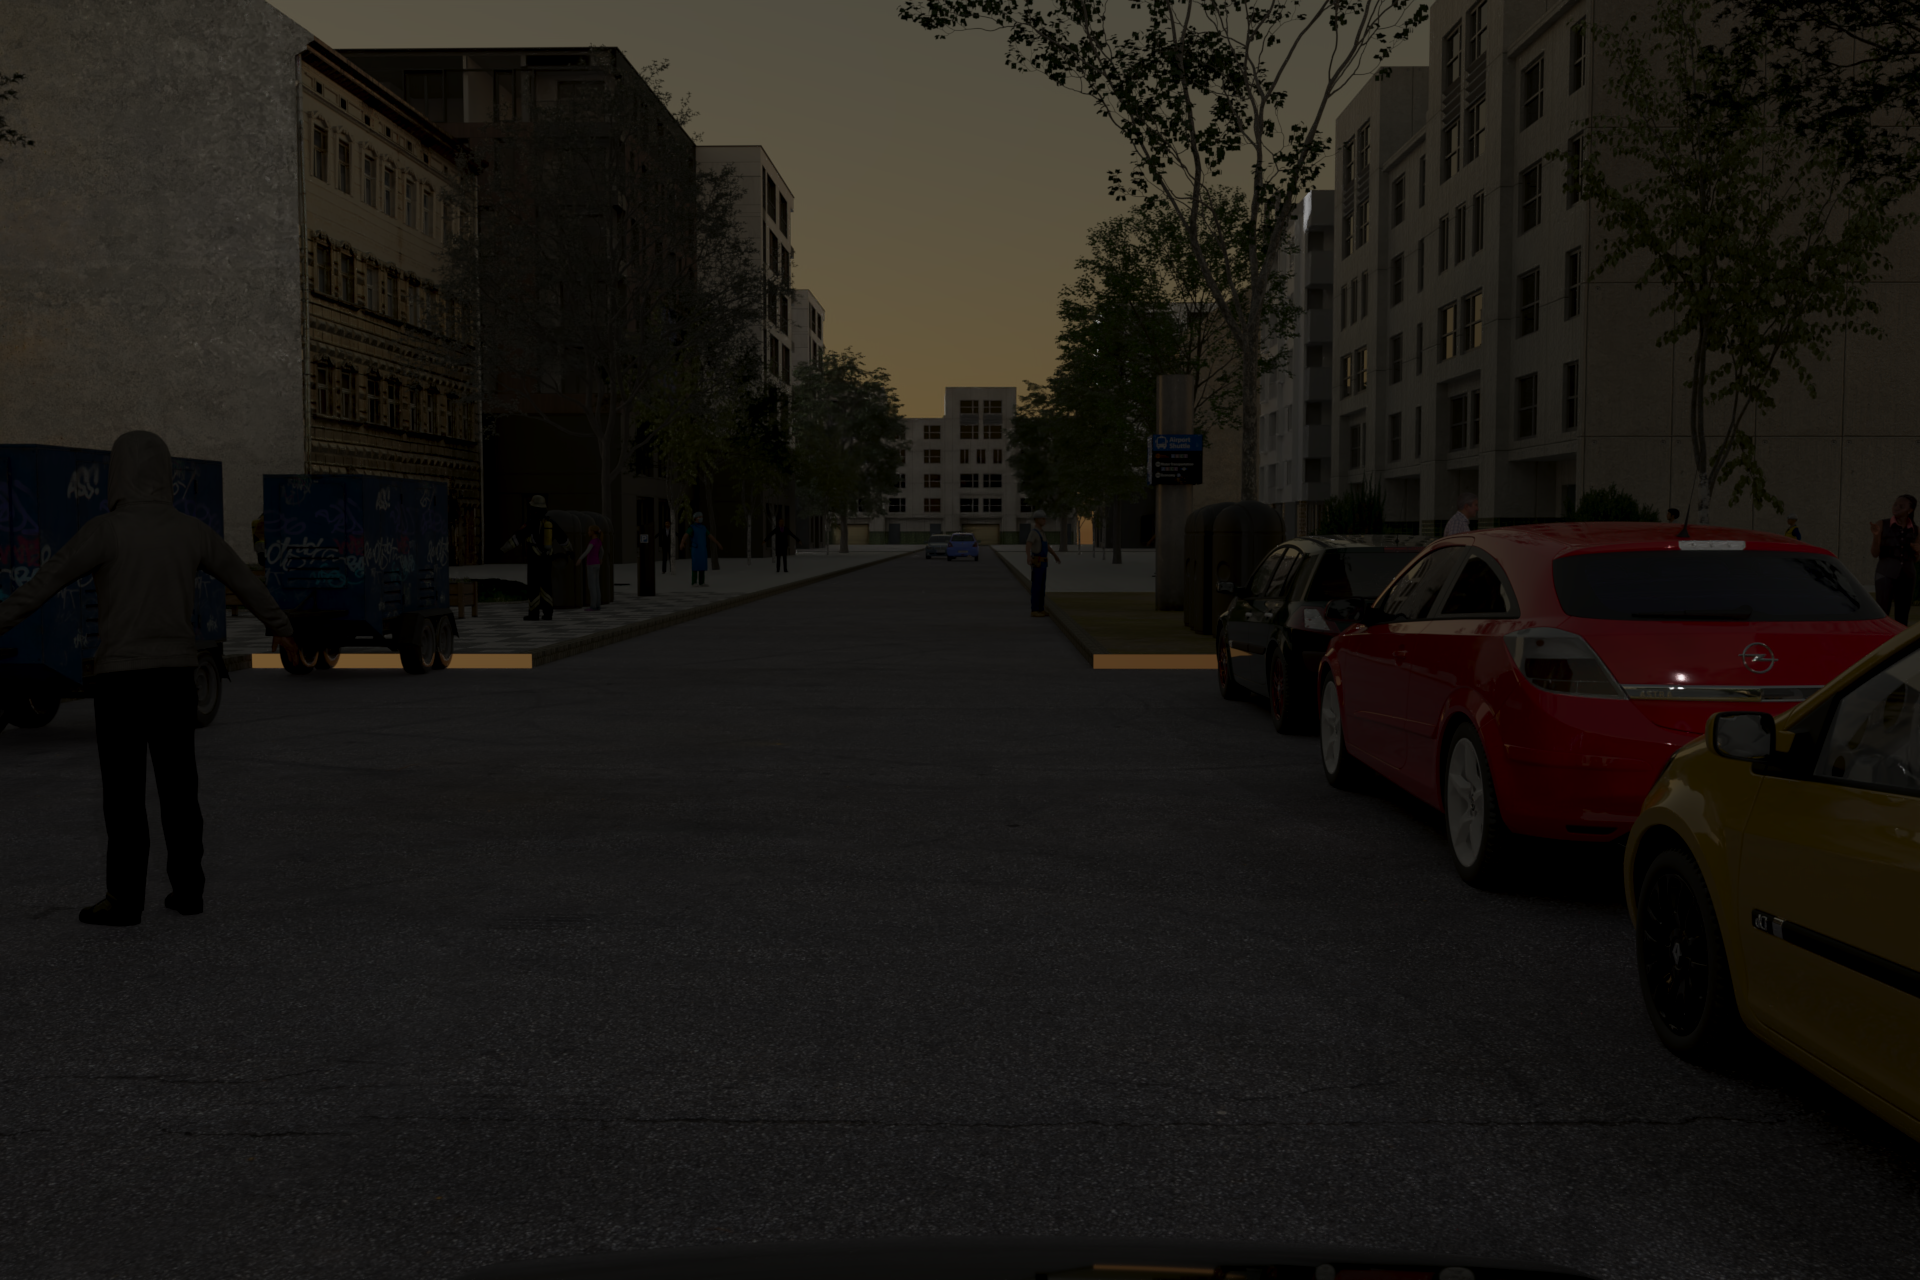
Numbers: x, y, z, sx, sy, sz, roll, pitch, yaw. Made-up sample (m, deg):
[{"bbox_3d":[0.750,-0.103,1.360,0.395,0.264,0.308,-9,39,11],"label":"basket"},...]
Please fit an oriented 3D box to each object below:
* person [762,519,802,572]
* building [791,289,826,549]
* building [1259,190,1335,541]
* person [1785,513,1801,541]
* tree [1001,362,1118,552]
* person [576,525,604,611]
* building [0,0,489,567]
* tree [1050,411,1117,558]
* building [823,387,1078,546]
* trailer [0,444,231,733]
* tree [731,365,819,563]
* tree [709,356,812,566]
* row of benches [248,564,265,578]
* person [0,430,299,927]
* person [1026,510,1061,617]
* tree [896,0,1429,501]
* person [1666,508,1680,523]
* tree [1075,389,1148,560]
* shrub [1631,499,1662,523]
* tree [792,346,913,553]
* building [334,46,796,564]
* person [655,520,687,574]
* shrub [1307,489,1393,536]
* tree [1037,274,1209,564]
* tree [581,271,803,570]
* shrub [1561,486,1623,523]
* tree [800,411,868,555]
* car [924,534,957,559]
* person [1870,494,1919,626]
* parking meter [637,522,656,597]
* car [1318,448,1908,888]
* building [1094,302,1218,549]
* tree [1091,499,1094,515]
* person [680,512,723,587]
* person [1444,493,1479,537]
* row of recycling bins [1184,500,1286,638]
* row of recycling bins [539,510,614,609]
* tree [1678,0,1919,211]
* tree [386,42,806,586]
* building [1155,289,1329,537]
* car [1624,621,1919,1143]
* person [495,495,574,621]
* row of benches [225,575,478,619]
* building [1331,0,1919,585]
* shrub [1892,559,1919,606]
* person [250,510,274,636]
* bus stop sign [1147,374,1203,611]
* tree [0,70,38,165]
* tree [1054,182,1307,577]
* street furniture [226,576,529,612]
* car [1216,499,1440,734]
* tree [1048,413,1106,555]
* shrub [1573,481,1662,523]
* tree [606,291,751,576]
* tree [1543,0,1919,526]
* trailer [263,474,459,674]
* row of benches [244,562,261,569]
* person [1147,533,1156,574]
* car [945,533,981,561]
[{"bbox_3d":[-5.974,-3.172,58.091,1.346,1.802,0.704,-1,4,-14],"label":"person"},{"bbox_3d":[-26.593,-18.285,142.931,27.936,21.610,32.646,0,4,1],"label":"building"},{"bbox_3d":[22.022,-14.684,96.498,16.016,20.090,11.380,0,4,1],"label":"building"},{"bbox_3d":[19.554,-2.108,40.934,0.721,1.772,1.216,0,4,4],"label":"person"},{"bbox_3d":[7.434,-13.328,124.575,9.857,13.997,8.962,0,3,0],"label":"tree"},{"bbox_3d":[-6.150,-1.196,28.816,0.599,1.433,0.991,1,4,10],"label":"person"},{"bbox_3d":[-29.113,-14.131,61.975,19.493,23.208,18.063,0,4,1],"label":"building"},{"bbox_3d":[7.426,-8.780,93.921,4.360,8.622,3.978,0,3,0],"label":"tree"},{"bbox_3d":[-1.836,-21.148,214.687,31.486,18.905,16.747,0,4,-1],"label":"building"},{"bbox_3d":[-6.294,-0.286,11.727,1.471,1.999,3.904,0,4,1],"label":"trailer"},{"bbox_3d":[-8.193,-7.664,75.662,4.360,8.622,3.978,0,3,0],"label":"tree"},{"bbox_3d":[-8.370,-7.314,69.945,4.737,8.622,4.395,0,3,0],"label":"tree"},{"bbox_3d":[-15.612,-1.273,36.270,4.104,0.672,1.422,1,4,18],"label":"row of benches"},{"bbox_3d":[-3.044,0.131,6.448,0.705,1.813,1.348,3,4,38],"label":"person"},{"bbox_3d":[1.395,-1.327,30.002,0.705,1.847,1.347,2,4,25],"label":"person"},{"bbox_3d":[5.397,-11.255,39.914,12.611,20.169,13.585,0,3,0],"label":"tree"},{"bbox_3d":[14.478,-1.779,35.279,0.705,1.806,1.347,1,4,16],"label":"person"},{"bbox_3d":[6.842,-8.210,84.597,4.360,8.622,3.978,0,3,0],"label":"tree"},{"bbox_3d":[12.368,-1.689,32.033,1.690,2.028,1.600,0,3,0],"label":"shrub"},{"bbox_3d":[-7.834,-12.789,115.752,9.857,13.997,8.962,0,3,0],"label":"tree"},{"bbox_3d":[-24.420,-15.022,89.584,27.936,21.610,32.646,0,4,2],"label":"building"},{"bbox_3d":[-9.398,-2.995,55.685,1.216,1.740,0.721,0,4,-5],"label":"person"},{"bbox_3d":[6.300,-1.467,28.407,1.690,2.028,1.600,0,3,0],"label":"shrub"},{"bbox_3d":[7.044,-9.534,74.010,7.486,12.596,7.792,0,3,0],"label":"tree"},{"bbox_3d":[-9.013,-7.784,61.673,7.601,10.594,8.767,2,4,26],"label":"tree"},{"bbox_3d":[10.385,-1.488,28.378,1.661,2.075,1.752,0,3,0],"label":"shrub"},{"bbox_3d":[-7.713,-9.393,103.936,4.737,8.622,4.395,0,3,0],"label":"tree"},{"bbox_3d":[-1.078,-5.400,100.289,2.014,1.417,4.499,0,4,1],"label":"car"},{"bbox_3d":[8.520,-0.506,15.779,0.593,1.643,0.415,-3,4,-38],"label":"person"},{"bbox_3d":[-6.465,-1.667,35.672,0.372,1.533,0.369,0,3,0],"label":"parking meter"},{"bbox_3d":[2.957,0.034,8.484,2.155,1.783,4.494,0,4,1],"label":"car"},{"bbox_3d":[26.827,-19.882,169.038,27.936,21.610,32.646,0,4,0],"label":"building"},{"bbox_3d":[18.156,-15.852,209.538,4.360,8.622,3.978,0,3,0],"label":"tree"},{"bbox_3d":[-6.334,-2.201,42.106,0.704,1.817,1.347,3,5,39],"label":"person"},{"bbox_3d":[5.228,-0.670,17.935,0.436,1.711,0.756,2,4,28],"label":"person"},{"bbox_3d":[3.510,-0.950,22.650,1.069,1.692,3.534,0,3,0],"label":"row of recycling bins"},{"bbox_3d":[-6.890,-1.470,31.143,1.069,1.692,3.534,0,3,0],"label":"row of recycling bins"},{"bbox_3d":[8.740,-4.728,11.716,7.601,10.594,8.767,-3,5,-43],"label":"tree"},{"bbox_3d":[-8.743,-8.108,42.930,12.009,13.543,11.850,0,3,0],"label":"tree"},{"bbox_3d":[26.379,-19.051,142.409,19.493,23.208,18.063,0,4,1],"label":"building"},{"bbox_3d":[2.770,0.409,3.534,2.015,1.641,3.980,0,4,1],"label":"car"},{"bbox_3d":[-6.274,-1.222,25.767,0.705,1.856,1.354,3,5,42],"label":"person"},{"bbox_3d":[-9.536,-0.685,26.660,4.104,0.672,1.422,0,4,5],"label":"row of benches"},{"bbox_3d":[24.116,-11.743,58.454,16.747,18.905,31.486,0,4,1],"label":"building"},{"bbox_3d":[17.059,-1.221,31.073,1.383,1.207,1.383,0,3,0],"label":"shrub"},{"bbox_3d":[-8.610,-0.985,21.870,0.705,1.858,1.354,0,4,1],"label":"person"},{"bbox_3d":[3.581,-2.440,28.917,0.837,3.901,0.837,0,4,1],"label":"bus stop sign"},{"bbox_3d":[-12.376,-4.882,14.240,8.767,10.594,7.601,-3,4,-37],"label":"tree"},{"bbox_3d":[6.457,-7.674,51.225,9.928,11.665,9.643,0,3,0],"label":"tree"},{"bbox_3d":[-13.015,-0.954,31.225,10.072,0.657,5.734,0,4,-2],"label":"street furniture"},{"bbox_3d":[3.120,-0.245,13.799,2.009,1.686,4.222,0,4,0],"label":"car"},{"bbox_3d":[7.240,-9.422,104.405,4.737,8.622,4.395,0,3,0],"label":"tree"},{"bbox_3d":[9.696,-1.342,25.986,1.661,2.075,1.752,0,3,0],"label":"shrub"},{"bbox_3d":[-8.643,-6.304,53.429,4.737,8.622,4.395,0,3,0],"label":"tree"},{"bbox_3d":[9.315,-4.316,20.929,4.737,8.622,4.395,0,3,0],"label":"tree"},{"bbox_3d":[-6.157,-0.626,17.280,1.471,1.999,3.904,0,4,0],"label":"trailer"},{"bbox_3d":[-14.119,-1.393,38.232,4.104,0.672,1.422,0,4,8],"label":"row of benches"},{"bbox_3d":[6.428,-3.008,55.328,0.704,1.843,1.345,-2,4,-28],"label":"person"},{"bbox_3d":[0.157,-5.073,92.528,1.945,1.707,3.694,0,4,0],"label":"car"}]
